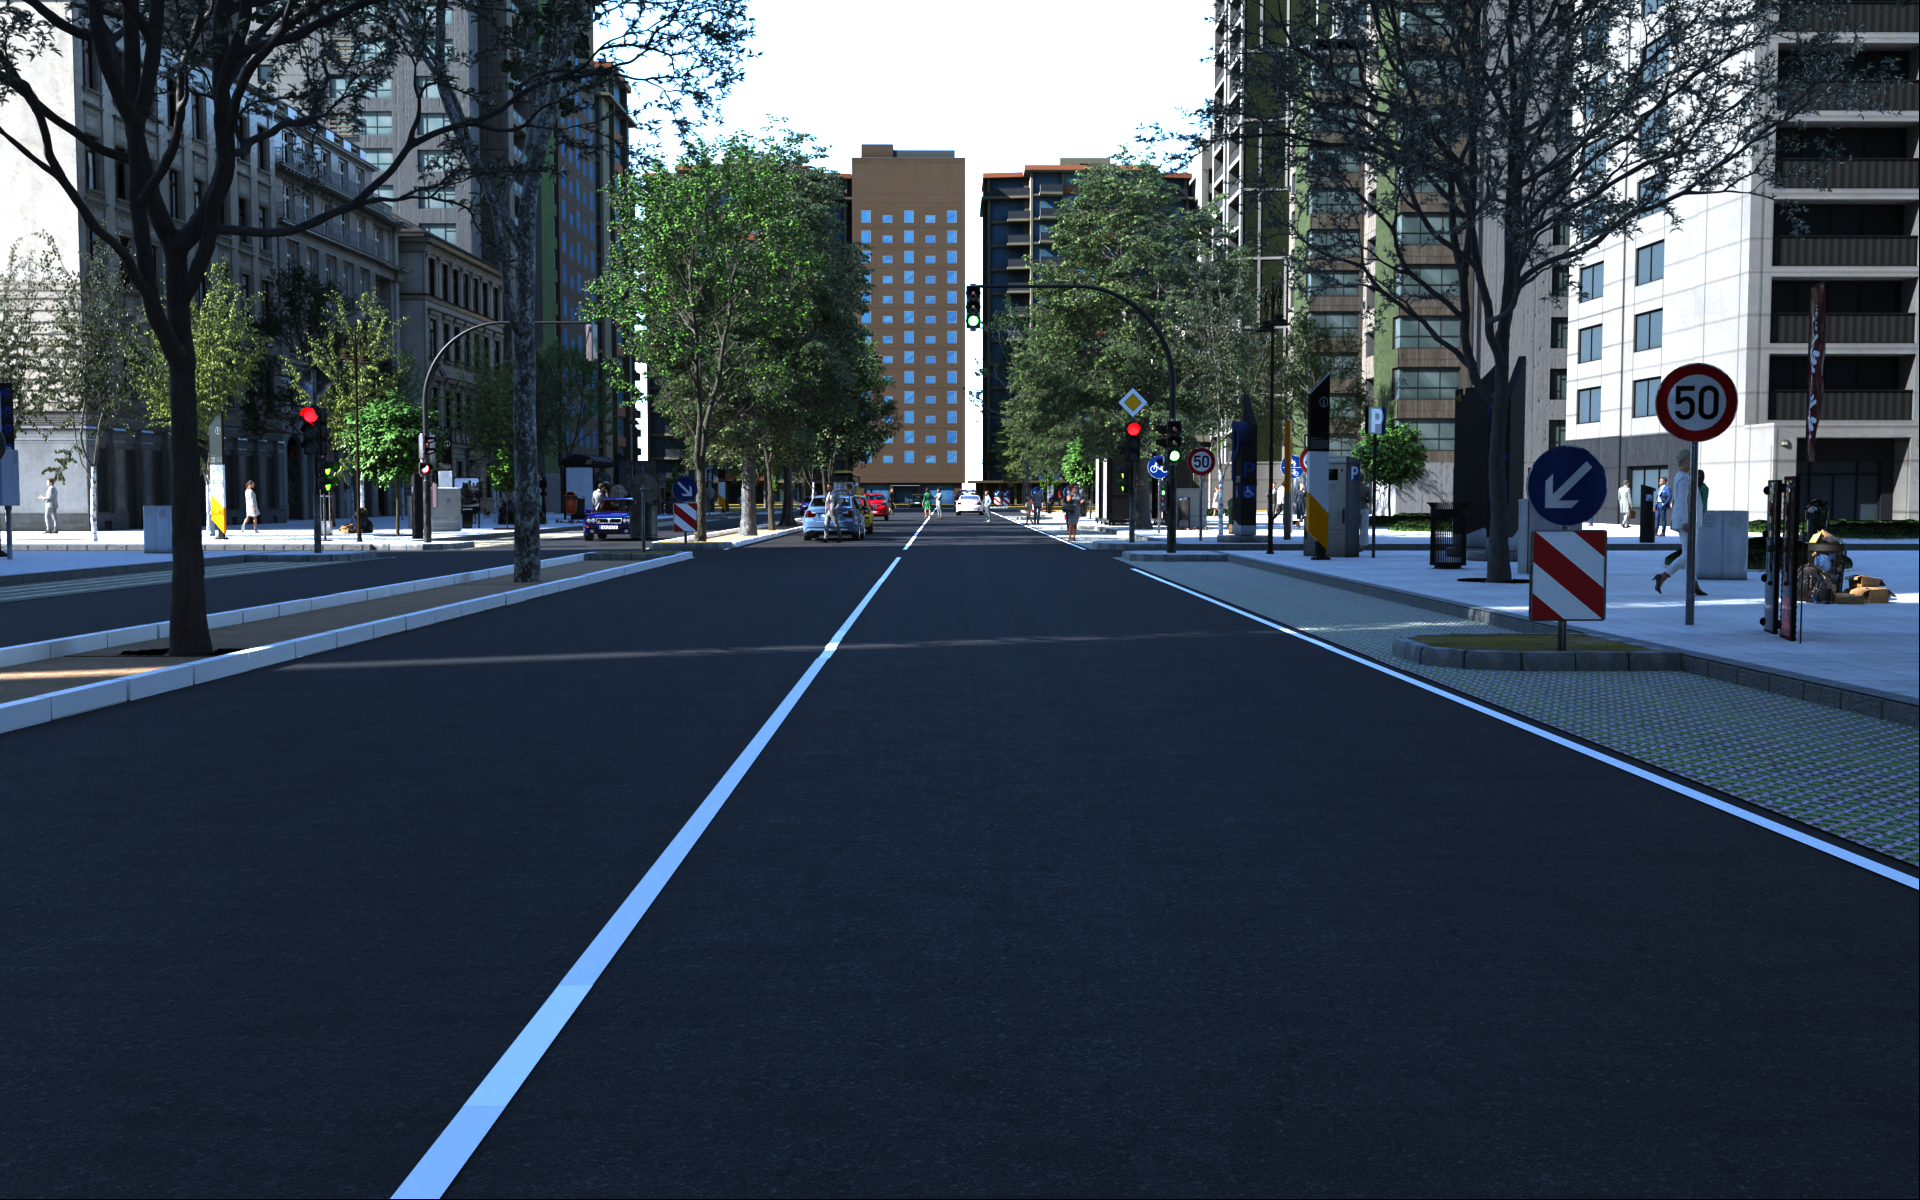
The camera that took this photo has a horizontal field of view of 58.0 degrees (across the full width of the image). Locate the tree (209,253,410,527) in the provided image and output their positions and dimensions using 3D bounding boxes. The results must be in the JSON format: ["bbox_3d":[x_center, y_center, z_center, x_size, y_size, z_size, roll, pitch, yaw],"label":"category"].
[{"bbox_3d":[-24.981,-8.150,67.659,7.601,10.594,8.767,0,4,5],"label":"tree"}]

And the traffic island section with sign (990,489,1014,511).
[{"bbox_3d":[3.790,-8.501,147.612,1.989,1.847,2.006,0,4,0],"label":"traffic island section with sign"}]

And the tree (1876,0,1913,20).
[{"bbox_3d":[7.890,-5.445,6.036,9.611,12.733,9.660,0,3,0],"label":"tree"}]

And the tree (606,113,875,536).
[{"bbox_3d":[-7.276,-9.166,58.982,9.857,13.997,8.962,0,3,0],"label":"tree"}]

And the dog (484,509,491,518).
[{"bbox_3d":[-25.246,-4.627,92.479,0.406,0.507,0.540,-1,4,-21],"label":"dog"}]

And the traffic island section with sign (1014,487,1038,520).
[{"bbox_3d":[4.186,-5.430,97.413,1.989,1.847,2.006,0,4,0],"label":"traffic island section with sign"}]

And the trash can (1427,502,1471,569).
[{"bbox_3d":[8.411,-1.111,29.825,0.748,1.137,0.748,0,3,0],"label":"trash can"}]

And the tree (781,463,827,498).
[{"bbox_3d":[-7.256,-8.110,85.411,4.360,8.622,3.978,0,3,0],"label":"tree"}]

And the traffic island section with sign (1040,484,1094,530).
[{"bbox_3d":[4.385,-3.782,70.459,1.989,1.847,2.006,0,4,0],"label":"traffic island section with sign"}]

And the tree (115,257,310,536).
[{"bbox_3d":[-23.260,-6.281,53.054,4.737,8.622,4.395,0,3,0],"label":"tree"}]

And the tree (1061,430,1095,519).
[{"bbox_3d":[6.689,-6.419,88.661,4.285,4.588,4.351,0,3,0],"label":"tree"}]

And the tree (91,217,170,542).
[{"bbox_3d":[-23.372,-5.894,46.722,4.360,8.622,3.978,0,3,0],"label":"tree"}]

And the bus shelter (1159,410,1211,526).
[{"bbox_3d":[8.997,-5.876,73.702,2.179,5.291,8.768,0,4,0],"label":"bus shelter"}]

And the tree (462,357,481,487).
[{"bbox_3d":[-23.807,-8.493,89.224,4.360,8.622,3.978,0,3,0],"label":"tree"}]

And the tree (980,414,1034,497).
[{"bbox_3d":[5.827,-15.885,194.135,7.601,10.594,8.767,-1,4,-22],"label":"tree"}]

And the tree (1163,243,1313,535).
[{"bbox_3d":[8.018,-6.184,51.474,4.360,8.622,3.978,0,3,0],"label":"tree"}]

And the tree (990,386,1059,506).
[{"bbox_3d":[6.969,-16.119,181.679,7.486,12.596,7.792,0,3,0],"label":"tree"}]

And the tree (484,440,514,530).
[{"bbox_3d":[-16.491,-4.161,62.638,1.663,3.219,1.824,0,3,0],"label":"tree"}]

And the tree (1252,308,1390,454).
[{"bbox_3d":[17.840,-9.322,86.825,7.601,10.594,8.767,0,4,7],"label":"tree"}]

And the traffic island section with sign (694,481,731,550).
[{"bbox_3d":[-7.106,-2.281,45.432,2.006,1.907,1.989,0,4,0],"label":"traffic island section with sign"}]

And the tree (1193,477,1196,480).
[{"bbox_3d":[11.553,-5.991,92.548,1.663,3.219,1.824,0,3,0],"label":"tree"}]

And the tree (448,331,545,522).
[{"bbox_3d":[-21.016,-7.789,77.712,4.737,8.622,4.395,0,3,0],"label":"tree"}]

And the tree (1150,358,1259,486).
[{"bbox_3d":[16.192,-11.602,115.455,9.928,11.665,9.643,0,3,0],"label":"tree"}]

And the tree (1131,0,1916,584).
[{"bbox_3d":[7.710,-7.003,24.870,12.009,13.543,11.850,0,3,0],"label":"tree"}]

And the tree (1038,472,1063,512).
[{"bbox_3d":[6.421,-8.070,126.537,1.663,3.219,1.824,0,3,0],"label":"tree"}]

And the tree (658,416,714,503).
[{"bbox_3d":[-17.693,-10.086,115.275,4.360,8.622,3.978,0,3,0],"label":"tree"}]

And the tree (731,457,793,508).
[{"bbox_3d":[-17.686,-14.854,160.987,7.486,12.596,7.792,0,3,0],"label":"tree"}]

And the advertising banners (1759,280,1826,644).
[{"bbox_3d":[7.333,-1.167,15.260,0.090,3.025,2.074,1,4,15],"label":"advertising banners"}]

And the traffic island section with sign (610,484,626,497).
[{"bbox_3d":[-13.926,-3.774,70.328,1.989,1.847,2.006,0,4,0],"label":"traffic island section with sign"}]

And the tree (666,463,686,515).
[{"bbox_3d":[-17.747,-6.932,107.940,1.663,3.219,1.824,0,3,0],"label":"tree"}]

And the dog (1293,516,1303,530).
[{"bbox_3d":[11.992,-2.777,62.241,0.540,0.507,0.406,-1,4,-16],"label":"dog"}]

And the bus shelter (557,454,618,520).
[{"bbox_3d":[-19.158,-5.842,89.434,2.014,3.302,5.546,0,4,0],"label":"bus shelter"}]

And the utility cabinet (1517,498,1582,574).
[{"bbox_3d":[9.531,-1.029,27.985,1.020,1.237,0.306,-1,4,-16],"label":"utility cabinet"}]

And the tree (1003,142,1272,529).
[{"bbox_3d":[6.714,-9.568,63.089,9.857,13.997,8.962,0,3,0],"label":"tree"}]

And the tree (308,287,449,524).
[{"bbox_3d":[-21.301,-6.756,60.824,4.737,8.622,4.395,0,3,0],"label":"tree"}]

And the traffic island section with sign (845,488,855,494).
[{"bbox_3d":[-7.691,-6.877,120.569,2.006,1.907,1.989,0,4,0],"label":"traffic island section with sign"}]

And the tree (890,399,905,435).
[{"bbox_3d":[-7.055,-9.453,91.423,8.767,10.594,7.601,0,4,0],"label":"tree"}]

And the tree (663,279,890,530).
[{"bbox_3d":[-7.353,-8.014,67.897,8.767,10.594,7.601,0,4,0],"label":"tree"}]

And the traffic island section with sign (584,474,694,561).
[{"bbox_3d":[-7.059,-1.828,38.025,2.006,1.907,1.989,0,4,0],"label":"traffic island section with sign"}]

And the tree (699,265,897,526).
[{"bbox_3d":[-7.723,-9.659,77.397,9.611,12.733,9.660,0,3,0],"label":"tree"}]

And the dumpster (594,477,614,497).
[{"bbox_3d":[-19.960,-5.745,96.428,1.502,2.255,1.985,0,4,0],"label":"dumpster"}]

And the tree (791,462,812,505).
[{"bbox_3d":[-18.440,-15.105,197.324,4.737,8.622,4.395,0,3,0],"label":"tree"}]

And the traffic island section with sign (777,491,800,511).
[{"bbox_3d":[-14.522,-8.509,147.755,1.989,1.847,2.006,0,4,0],"label":"traffic island section with sign"}]

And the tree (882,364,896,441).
[{"bbox_3d":[-7.523,-10.615,101.759,9.928,11.665,9.643,0,3,0],"label":"tree"}]

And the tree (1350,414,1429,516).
[{"bbox_3d":[17.644,-5.339,71.006,4.285,4.588,4.351,0,3,0],"label":"tree"}]

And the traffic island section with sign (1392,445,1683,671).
[{"bbox_3d":[4.827,-0.382,14.870,1.989,1.847,2.006,0,4,0],"label":"traffic island section with sign"}]

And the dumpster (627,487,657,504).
[{"bbox_3d":[-18.326,-5.938,99.585,1.502,2.255,1.985,0,4,0],"label":"dumpster"}]

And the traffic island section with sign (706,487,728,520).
[{"bbox_3d":[-14.137,-5.445,97.653,1.989,1.847,2.006,0,4,0],"label":"traffic island section with sign"}]

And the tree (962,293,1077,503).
[{"bbox_3d":[6.278,-18.712,161.834,12.611,20.169,13.585,0,3,0],"label":"tree"}]

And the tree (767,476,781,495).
[{"bbox_3d":[-17.870,-10.609,168.058,1.663,3.219,1.824,0,3,0],"label":"tree"}]

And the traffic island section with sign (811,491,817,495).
[{"bbox_3d":[-14.727,-10.189,175.212,1.989,1.847,2.006,0,4,0],"label":"traffic island section with sign"}]

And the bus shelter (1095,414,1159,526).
[{"bbox_3d":[6.762,-5.884,73.840,2.179,5.291,8.768,0,4,0],"label":"bus shelter"}]

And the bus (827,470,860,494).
[{"bbox_3d":[-12.039,-11.591,181.060,2.896,3.916,12.252,0,3,0],"label":"bus"}]

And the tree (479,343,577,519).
[{"bbox_3d":[-20.548,-8.147,83.563,4.360,8.622,3.978,0,3,0],"label":"tree"}]

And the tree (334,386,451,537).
[{"bbox_3d":[-17.247,-4.222,52.741,4.285,4.588,4.351,0,3,0],"label":"tree"}]
